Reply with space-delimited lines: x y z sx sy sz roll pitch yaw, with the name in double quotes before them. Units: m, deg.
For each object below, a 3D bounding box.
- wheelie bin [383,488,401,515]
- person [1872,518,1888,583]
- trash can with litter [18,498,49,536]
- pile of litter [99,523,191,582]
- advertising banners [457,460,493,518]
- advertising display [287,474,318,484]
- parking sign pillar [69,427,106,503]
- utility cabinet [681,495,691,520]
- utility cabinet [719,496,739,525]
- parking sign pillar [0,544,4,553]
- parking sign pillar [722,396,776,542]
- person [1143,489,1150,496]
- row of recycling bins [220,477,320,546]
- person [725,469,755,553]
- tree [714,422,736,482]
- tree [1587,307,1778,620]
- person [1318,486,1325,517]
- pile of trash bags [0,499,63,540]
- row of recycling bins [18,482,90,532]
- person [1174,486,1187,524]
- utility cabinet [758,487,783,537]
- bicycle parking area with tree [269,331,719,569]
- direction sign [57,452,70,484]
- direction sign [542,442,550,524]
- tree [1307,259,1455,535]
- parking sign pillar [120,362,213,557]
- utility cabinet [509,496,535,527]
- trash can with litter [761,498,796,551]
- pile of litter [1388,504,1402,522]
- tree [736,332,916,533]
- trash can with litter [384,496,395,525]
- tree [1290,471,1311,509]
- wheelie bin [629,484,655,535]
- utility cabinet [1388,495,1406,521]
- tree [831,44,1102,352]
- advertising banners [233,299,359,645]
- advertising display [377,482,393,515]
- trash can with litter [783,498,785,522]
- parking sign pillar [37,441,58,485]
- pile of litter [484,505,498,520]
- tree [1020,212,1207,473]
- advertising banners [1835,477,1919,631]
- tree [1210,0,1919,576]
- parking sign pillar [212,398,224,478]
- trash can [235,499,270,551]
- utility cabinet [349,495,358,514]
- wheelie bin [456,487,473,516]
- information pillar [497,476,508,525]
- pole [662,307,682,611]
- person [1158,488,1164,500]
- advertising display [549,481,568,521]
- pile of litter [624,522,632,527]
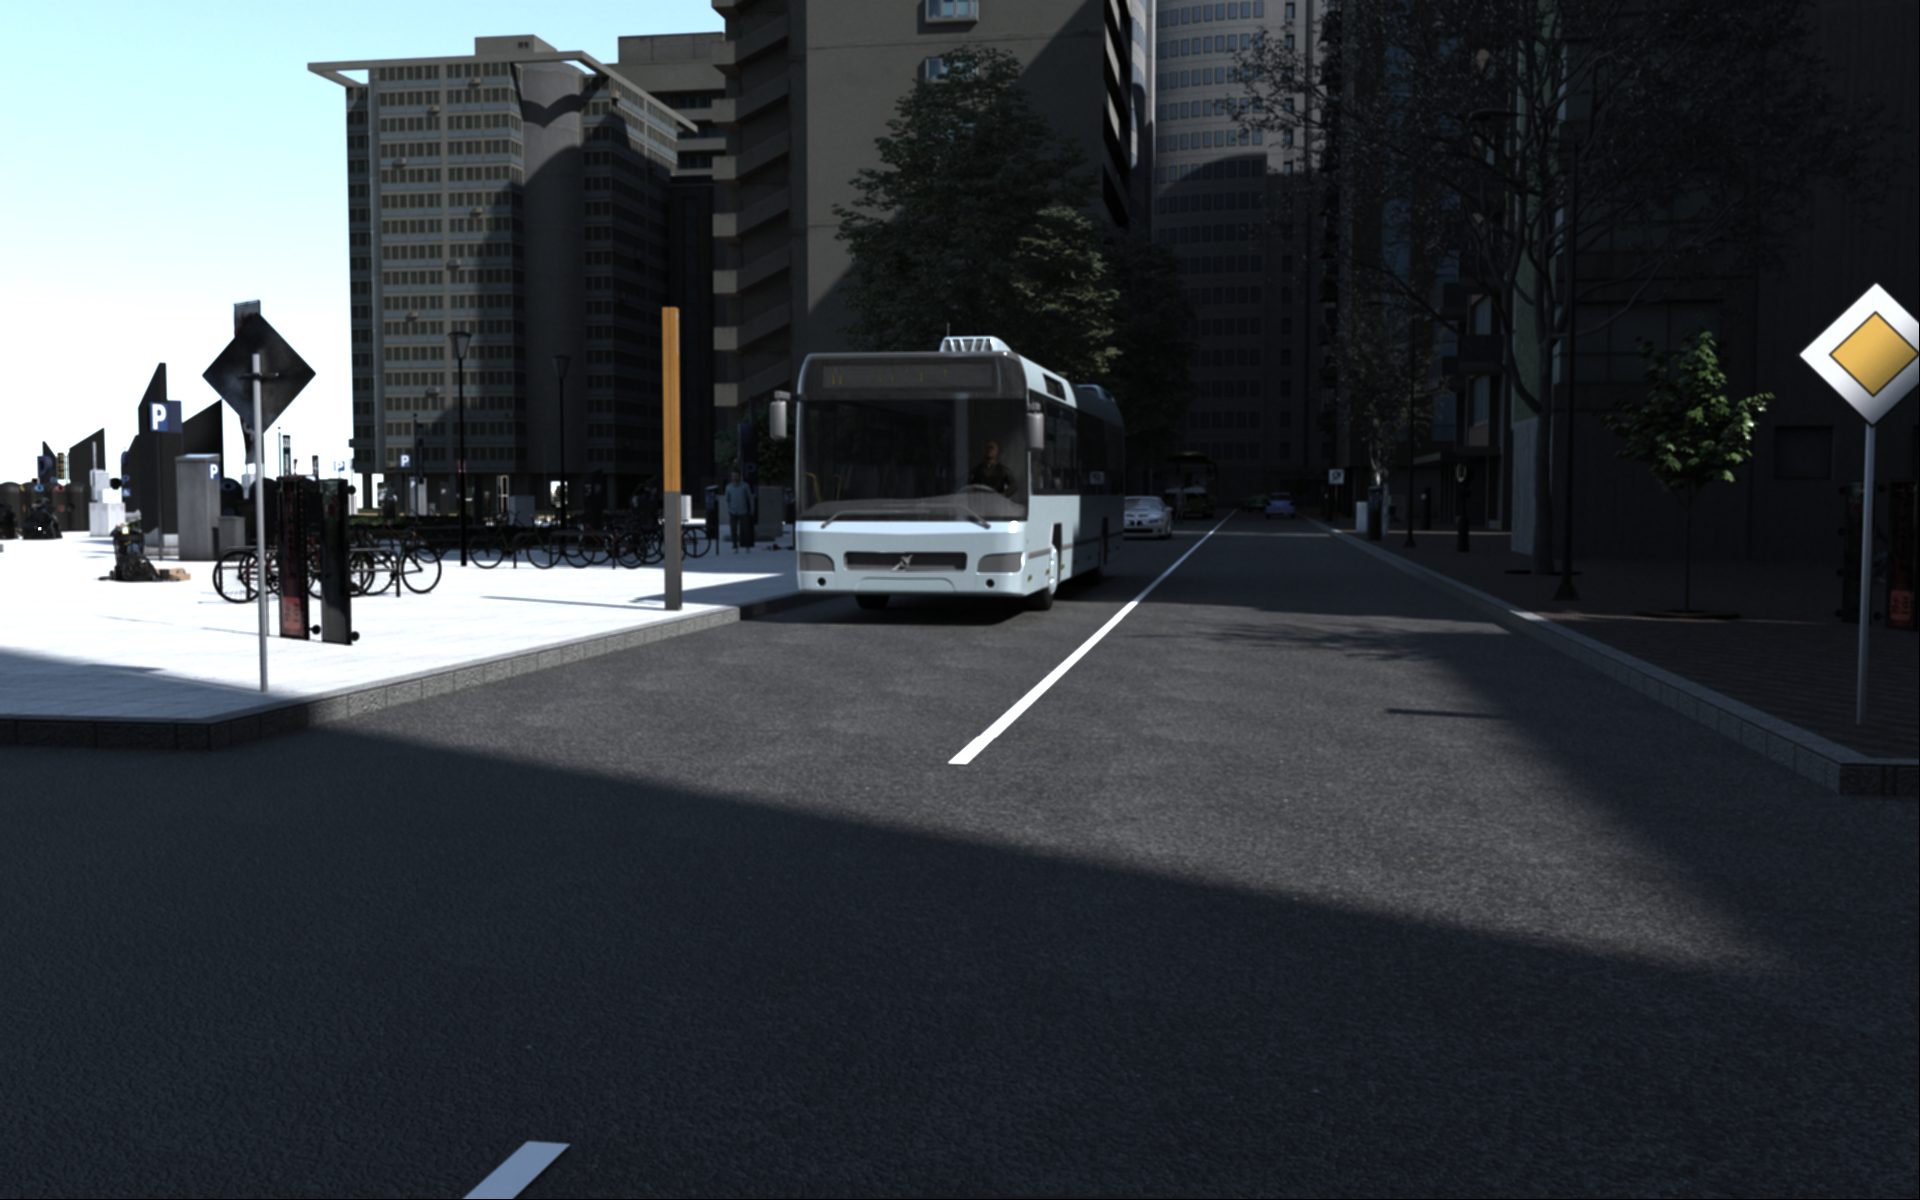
"wheelie bin" -29.431 -5.008 89.788 0.980 1.594 0.693 2 4 32
"person" 13.248 -0.822 24.978 1.012 1.151 0.738 0 4 -5
"trash can with litter" -28.092 -2.510 52.433 1.055 1.170 0.624 1 4 15
"pile of litter" -12.173 -0.726 25.838 1.176 0.858 1.719 -3 4 -37
"advertising banners" -24.499 -5.587 87.534 2.074 3.025 0.090 1 4 20
"advertising display" -21.490 -3.144 56.614 0.974 1.923 0.123 0 4 -4
"parking sign pillar" -34.817 -4.935 69.158 1.447 3.967 1.447 -2 4 -25
"utility cabinet" -13.797 -4.638 86.991 0.306 1.237 1.020 -2 4 -29
"utility cabinet" -9.646 -3.754 72.533 1.020 1.237 0.306 0 4 0
"parking sign pillar" -21.749 -3.016 37.791 1.447 3.967 1.447 2 4 26
"parking sign pillar" -5.735 -3.580 47.011 1.447 3.967 1.447 -1 4 -11
"person" 11.890 -6.298 110.482 0.415 1.643 0.593 0 4 5
"row of recycling bins" -17.706 -2.189 42.910 3.534 1.692 1.069 -2 4 -27
"person" -4.771 -1.931 37.636 0.660 1.820 0.620 0 4 3
"tree" -6.216 -4.461 56.647 4.285 4.588 4.351 0 3 0
"tree" 7.664 -1.430 17.981 1.663 3.219 1.824 0 3 0
"person" 20.641 -5.638 98.773 0.434 1.755 0.990 2 4 27
"pile of trash bags" -27.284 -2.405 49.071 3.447 1.369 1.912 0 4 -4
"row of recycling bins" -30.849 -3.127 58.239 1.069 1.692 3.534 1 4 18
"person" 10.757 -4.630 84.328 0.709 1.813 0.853 2 4 29
"utility cabinet" -5.672 -2.579 50.846 0.318 1.500 1.173 2 4 32
"bicycle parking area with tree" -8.686 -2.835 33.352 9.016 4.147 8.231 1 4 20
"direction sign" -48.641 -6.259 94.336 0.876 3.537 0.379 -3 5 -42
"direction sign" -18.081 -5.106 75.479 0.379 3.537 0.876 -1 4 -16
"tree" 13.031 -6.315 53.613 4.360 8.622 3.978 0 3 0
"parking sign pillar" -16.649 -2.911 36.069 1.447 3.967 1.447 -3 5 -44
"utility cabinet" -14.659 -2.863 57.977 0.306 1.237 1.020 2 4 24
"trash can with litter" -4.009 -1.784 40.220 1.678 1.210 2.233 2 4 26
"pile of litter" 19.642 -4.006 79.465 1.176 0.858 1.719 -1 4 -21
"tree" -1.610 -3.154 35.288 4.285 4.588 4.351 0 3 0
"trash can with litter" -21.770 -3.300 65.005 1.678 1.210 2.233 2 4 25
"tree" 29.201 -9.405 148.373 1.663 3.219 1.824 0 3 0
"wheelie bin" -9.960 -2.840 54.349 0.693 1.594 0.980 0 4 3
"utility cabinet" 20.665 -4.335 82.040 1.020 1.237 0.306 -2 4 -33
"tree" 0.160 -7.748 44.804 7.486 12.596 7.792 0 3 0
"advertising banners" -5.889 -1.167 15.269 2.074 3.025 0.090 3 5 42
"advertising display" -30.609 -5.324 92.259 0.974 1.923 0.123 1 4 20
"trash can with litter" -7.924 -4.156 79.343 1.055 1.170 0.624 2 4 30
"parking sign pillar" -45.904 -6.036 87.155 1.447 3.967 1.447 3 4 38
"pile of litter" -22.822 -4.410 86.063 1.719 0.858 1.176 1 4 9
"tree" 6.747 -10.576 79.566 9.857 13.997 8.962 0 3 0
"advertising banners" 8.918 -1.233 16.344 0.090 3.025 2.074 0 4 -3
"tree" 9.184 -7.150 27.279 12.009 13.543 11.850 0 3 0
"parking sign pillar" -21.324 -3.672 48.511 1.447 3.967 1.447 -2 4 -26
"trash can" -16.091 -1.700 39.444 0.748 1.137 0.748 0 3 0
"utility cabinet" -30.302 -4.550 85.560 1.020 1.237 0.306 -1 4 -21
"wheelie bin" -22.927 -4.447 80.612 0.980 1.594 0.693 0 4 -6
"information pillar" -18.607 -4.036 70.487 0.304 2.012 0.304 3 5 40
"pole" -3.163 -1.540 19.027 0.158 3.312 0.155 0 3 0
"person" 15.570 -7.736 133.236 1.217 1.736 0.721 -3 5 -44
"advertising display" -19.198 -4.747 82.835 0.123 1.923 0.974 3 5 42
"pile of litter" -12.115 -3.130 65.137 1.719 0.858 1.176 0 4 7
